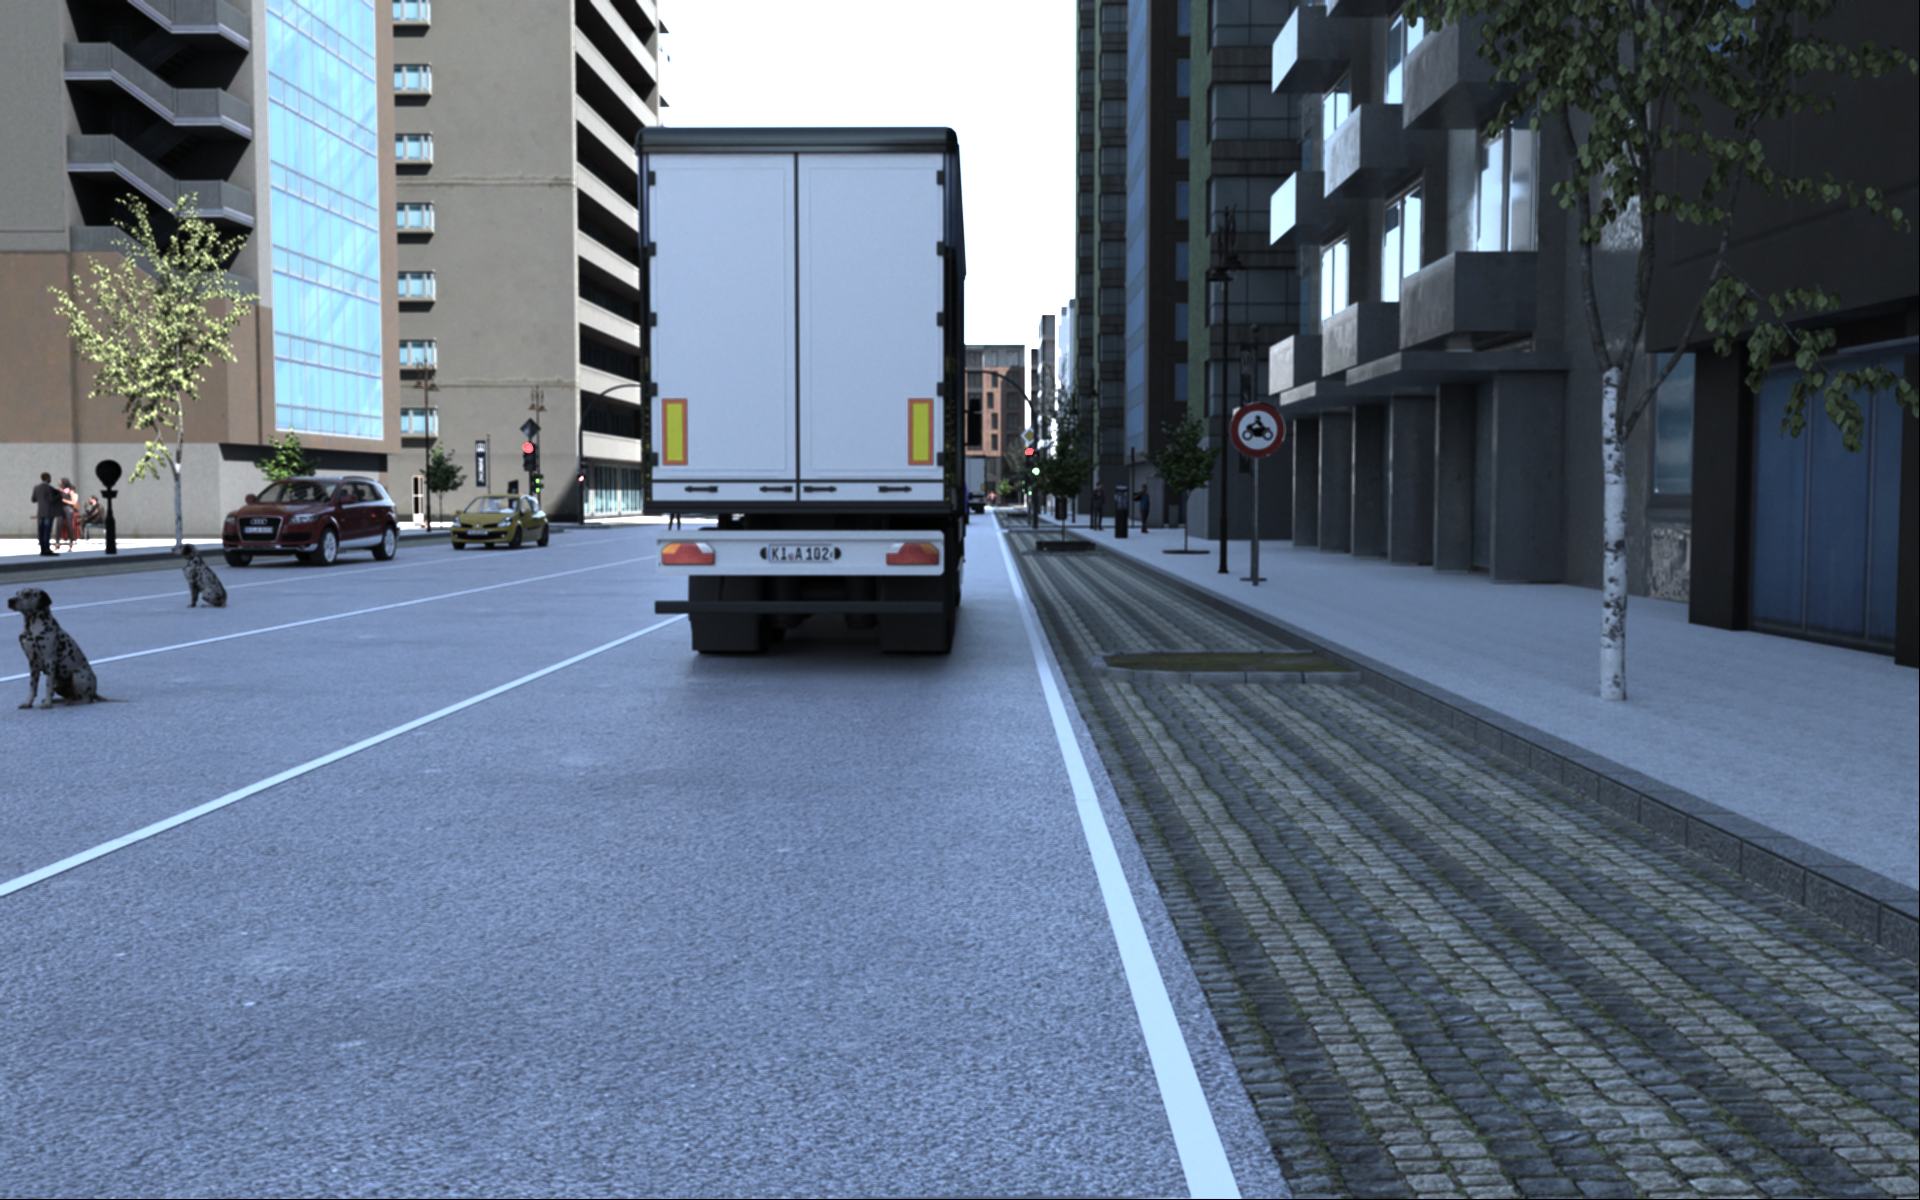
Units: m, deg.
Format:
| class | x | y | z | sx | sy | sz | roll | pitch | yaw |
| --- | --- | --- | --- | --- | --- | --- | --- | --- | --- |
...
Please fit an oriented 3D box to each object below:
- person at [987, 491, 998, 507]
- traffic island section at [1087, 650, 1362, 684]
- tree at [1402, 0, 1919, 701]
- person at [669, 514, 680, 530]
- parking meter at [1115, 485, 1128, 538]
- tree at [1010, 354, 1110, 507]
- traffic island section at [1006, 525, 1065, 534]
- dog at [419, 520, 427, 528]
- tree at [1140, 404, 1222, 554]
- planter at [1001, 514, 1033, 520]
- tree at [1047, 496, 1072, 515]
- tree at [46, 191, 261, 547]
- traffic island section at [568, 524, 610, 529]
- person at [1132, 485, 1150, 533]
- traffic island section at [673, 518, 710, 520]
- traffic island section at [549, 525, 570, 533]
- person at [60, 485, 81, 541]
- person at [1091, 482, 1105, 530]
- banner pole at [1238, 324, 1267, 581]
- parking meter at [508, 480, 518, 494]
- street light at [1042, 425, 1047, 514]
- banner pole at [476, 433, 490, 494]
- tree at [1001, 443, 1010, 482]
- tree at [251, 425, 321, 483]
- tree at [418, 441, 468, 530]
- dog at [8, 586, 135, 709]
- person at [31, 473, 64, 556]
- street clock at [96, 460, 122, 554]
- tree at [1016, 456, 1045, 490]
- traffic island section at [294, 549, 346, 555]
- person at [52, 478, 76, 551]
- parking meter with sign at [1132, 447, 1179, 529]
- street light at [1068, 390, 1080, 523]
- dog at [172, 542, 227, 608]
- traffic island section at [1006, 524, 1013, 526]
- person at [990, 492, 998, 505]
| class | x | y | z | sx | sy | sz | roll | pitch | yaw |
| --- | --- | --- | --- | --- | --- | --- | --- | --- | --- |
| person | 3.422 | -10.714 | 184.395 | 1.217 | 1.743 | 0.721 | -1 | 4 | -9 |
| traffic island section | 2.037 | 0.544 | 13.974 | 1.991 | 0.108 | 1.994 | 0 | 4 | 1 |
| tree | 4.049 | -3.668 | 10.336 | 4.737 | 8.622 | 4.395 | 0 | 3 | 0 |
| person | -9.989 | -3.089 | 60.474 | 0.593 | 1.643 | 0.415 | -2 | 4 | -25 |
| parking meter | 4.712 | -2.576 | 50.536 | 0.372 | 1.533 | 0.369 | 0 | 3 | 0 |
| tree | 5.661 | -8.647 | 91.744 | 4.360 | 8.622 | 3.978 | 0 | 3 | 0 |
| traffic island section | 2.789 | -2.543 | 63.864 | 2.009 | 0.180 | 2.903 | 0 | 4 | 1 |
| dog | -21.621 | -3.050 | 70.067 | 0.550 | 0.427 | 0.748 | -1 | 4 | -13 |
| tree | 4.969 | -2.617 | 37.387 | 1.663 | 3.219 | 1.824 | 0 | 3 | 0 |
| planter | 3.277 | -4.625 | 96.761 | 1.991 | 0.319 | 1.994 | 0 | 4 | 1 |
| tree | 6.455 | -6.739 | 104.776 | 1.663 | 3.219 | 1.824 | 0 | 3 | 0 |
| tree | -19.014 | -5.565 | 41.345 | 4.737 | 8.622 | 4.395 | 0 | 3 | 0 |
| traffic island section | -15.771 | -3.049 | 72.131 | 2.009 | 0.180 | 2.903 | 0 | 4 | 1 |
| person | 6.045 | -3.015 | 57.207 | 0.647 | 1.594 | 0.662 | -3 | 5 | -44 |
| traffic island section | -15.078 | -4.526 | 96.870 | 1.991 | 0.108 | 1.994 | 0 | 4 | 1 |
| traffic island section | -15.890 | -2.561 | 64.147 | 2.009 | 0.180 | 2.903 | 0 | 4 | 1 |
| person | -24.162 | -2.354 | 46.998 | 0.523 | 1.526 | 0.387 | -2 | 4 | -31 |
| person | 4.875 | -3.311 | 61.092 | 0.541 | 1.710 | 0.530 | -1 | 4 | -17 |
| banner pole | 4.235 | -2.164 | 25.391 | 0.401 | 3.779 | 0.863 | 2 | 4 | 30 |
| parking meter | -18.420 | -4.017 | 71.394 | 0.399 | 1.863 | 0.255 | -2 | 4 | -29 |
| street light | 5.512 | -8.508 | 111.892 | 0.468 | 5.910 | 1.993 | 0 | 4 | 1 |
| banner pole | -19.580 | -4.972 | 71.303 | 0.863 | 3.779 | 0.401 | 1 | 4 | 20 |
| tree | 6.596 | -13.878 | 177.259 | 4.360 | 8.622 | 3.978 | 0 | 3 | 0 |
| tree | -18.640 | -3.297 | 48.516 | 1.663 | 3.219 | 1.824 | 0 | 3 | 0 |
| tree | -18.777 | -4.159 | 62.604 | 1.663 | 3.219 | 1.824 | 0 | 3 | 0 |
| dog | -5.997 | 0.311 | 11.755 | 0.800 | 0.831 | 0.513 | -2 | 4 | -29 |
| person | -18.905 | -1.778 | 35.937 | 0.655 | 1.722 | 0.431 | 2 | 4 | 29 |
| street clock | -18.083 | -1.973 | 36.831 | 0.471 | 2.002 | 0.358 | -2 | 4 | -35 |
| tree | 6.219 | -9.539 | 139.675 | 4.285 | 4.588 | 4.351 | 0 | 3 | 0 |
| traffic island section | -15.906 | -1.145 | 41.580 | 1.991 | 0.108 | 1.994 | 0 | 4 | 1 |
| person | -20.166 | -1.919 | 38.884 | 0.593 | 1.643 | 0.415 | -1 | 4 | -22 |
| parking meter with sign | 7.250 | -4.159 | 64.253 | 1.738 | 3.016 | 0.543 | 1 | 4 | 10 |
| street light | 5.070 | -6.381 | 77.112 | 0.468 | 5.910 | 1.993 | 0 | 4 | 1 |
| dog | -9.523 | -0.310 | 21.899 | 0.800 | 0.831 | 0.513 | 3 | 5 | 39 |
| traffic island section | 2.908 | -3.032 | 71.849 | 2.009 | 0.180 | 2.903 | 0 | 4 | 1 |
| person | 4.255 | -12.707 | 216.973 | 1.217 | 1.736 | 0.721 | 1 | 4 | 22 |
